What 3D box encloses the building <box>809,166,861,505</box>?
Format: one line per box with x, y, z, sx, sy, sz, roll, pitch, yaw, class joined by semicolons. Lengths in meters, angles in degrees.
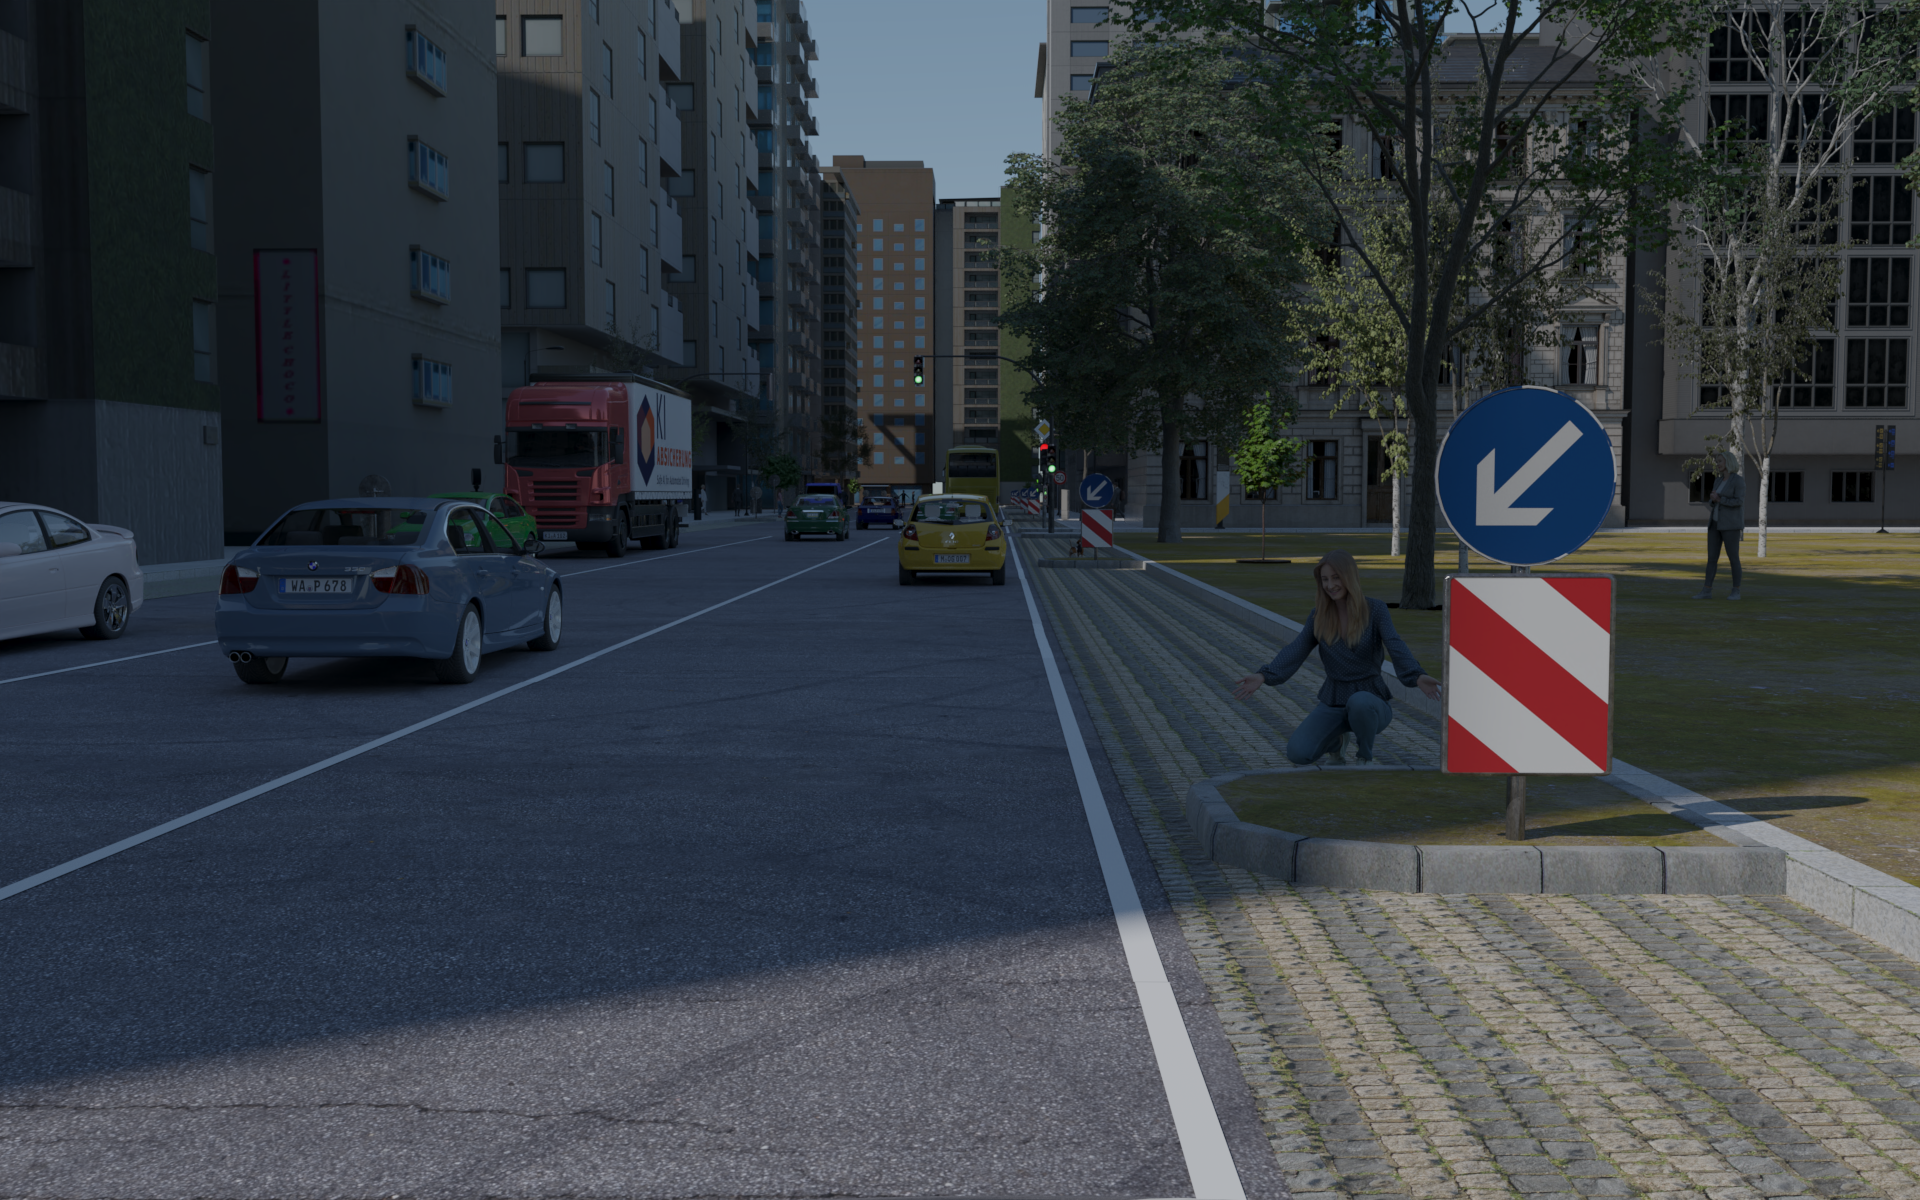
-23.838;-31.006;198.831;23.993;40.220;32.217;0;4;1;building

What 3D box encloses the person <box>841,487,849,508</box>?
-7.470;-6.292;110.731;0.648;1.900;0.474;-1;4;-22;person

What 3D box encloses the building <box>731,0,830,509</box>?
-24.471;-32.773;155.453;23.786;49.044;30.456;0;4;1;building

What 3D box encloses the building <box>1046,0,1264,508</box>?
19.015;-38.483;171.193;21.231;58.520;28.212;0;4;1;building

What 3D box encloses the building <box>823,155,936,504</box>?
-10.475;-35.571;231.690;14.200;45.320;14.600;0;4;1;building

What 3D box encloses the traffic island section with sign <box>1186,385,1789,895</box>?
1.977;0.093;7.109;1.989;1.847;2.006;0;4;1;traffic island section with sign

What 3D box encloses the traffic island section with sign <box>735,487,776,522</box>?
-10.619;-4.989;90.193;1.989;1.847;2.006;0;4;1;traffic island section with sign

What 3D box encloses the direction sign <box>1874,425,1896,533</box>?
30.382;-3.972;56.938;0.876;3.537;0.379;-1;4;-22;direction sign

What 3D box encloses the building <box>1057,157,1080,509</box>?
15.471;-23.199;150.997;14.160;30.474;14.107;0;4;1;building

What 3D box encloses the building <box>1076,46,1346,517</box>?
14.594;-18.911;102.698;14.314;27.812;24.014;0;4;1;building

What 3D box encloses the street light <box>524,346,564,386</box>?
-13.112;-5.013;54.497;1.470;5.913;1.316;0;4;1;street light

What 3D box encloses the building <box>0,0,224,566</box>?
-21.713;-15.592;26.632;14.160;30.474;14.107;0;4;1;building

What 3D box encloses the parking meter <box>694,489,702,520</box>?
-12.856;-4.674;84.837;0.372;1.533;0.369;0;3;0;parking meter

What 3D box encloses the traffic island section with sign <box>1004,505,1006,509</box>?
5.299;-9.659;166.549;1.989;1.847;2.006;0;4;1;traffic island section with sign

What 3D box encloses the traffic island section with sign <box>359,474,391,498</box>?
-11.770;-1.575;34.385;1.989;1.847;2.006;0;4;1;traffic island section with sign

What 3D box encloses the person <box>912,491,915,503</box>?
-4.661;-9.829;170.001;0.445;1.727;0.742;-2;4;-30;person

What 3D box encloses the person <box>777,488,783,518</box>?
-10.730;-5.803;103.381;0.388;1.821;0.555;-3;5;-42;person

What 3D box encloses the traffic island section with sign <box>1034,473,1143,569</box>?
2.535;-1.555;34.058;1.989;1.847;2.006;0;4;1;traffic island section with sign

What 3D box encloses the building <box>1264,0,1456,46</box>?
52.090;-56.247;232.305;31.000;86.520;22.319;0;4;1;building

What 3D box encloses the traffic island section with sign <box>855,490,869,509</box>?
-9.022;-9.678;166.856;1.989;1.847;2.006;0;4;1;traffic island section with sign

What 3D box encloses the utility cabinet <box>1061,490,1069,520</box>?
5.231;-4.712;85.717;0.318;1.500;1.173;1;4;9;utility cabinet

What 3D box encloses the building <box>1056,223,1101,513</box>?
14.080;-17.441;126.952;13.314;21.916;24.055;0;4;1;building

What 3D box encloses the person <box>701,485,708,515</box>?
-15.465;-6.001;104.034;0.818;1.842;0.514;-2;4;-29;person

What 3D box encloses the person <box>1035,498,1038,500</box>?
7.345;-9.860;168.075;0.721;1.723;1.217;-1;4;-16;person

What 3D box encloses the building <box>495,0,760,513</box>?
-29.176;-32.649;123.047;28.713;52.752;27.495;0;4;1;building

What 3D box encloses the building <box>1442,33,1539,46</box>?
63.790;-37.302;199.119;27.495;52.752;28.713;0;4;1;building

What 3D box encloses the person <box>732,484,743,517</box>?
-12.714;-5.696;98.958;0.659;1.850;0.755;0;4;-6;person

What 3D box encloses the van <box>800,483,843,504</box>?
-7.422;-5.462;93.694;2.240;2.365;5.245;0;4;-1;van

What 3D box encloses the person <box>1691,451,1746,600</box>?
9.252;-0.903;20.998;0.526;1.800;0.537;-1;4;-10;person

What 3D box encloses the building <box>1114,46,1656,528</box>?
16.111;-12.541;69.666;19.286;19.102;10.561;0;4;1;building

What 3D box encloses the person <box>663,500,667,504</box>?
-14.473;-4.525;84.707;0.352;1.250;0.332;2;4;23;person

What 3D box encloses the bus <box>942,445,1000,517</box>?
0.531;-5.831;86.887;2.896;3.916;12.252;0;4;0;bus

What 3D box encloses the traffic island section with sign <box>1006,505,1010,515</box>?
4.264;-6.628;117.002;1.989;1.847;2.006;0;4;1;traffic island section with sign

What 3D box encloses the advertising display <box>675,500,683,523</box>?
-12.678;-4.461;78.147;0.123;1.923;0.974;0;4;6;advertising display

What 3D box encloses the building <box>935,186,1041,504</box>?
3.675;-33.543;232.021;14.086;41.232;14.154;0;4;1;building

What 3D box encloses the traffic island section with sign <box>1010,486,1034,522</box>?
3.700;-4.959;89.703;1.989;1.847;2.006;0;4;1;traffic island section with sign

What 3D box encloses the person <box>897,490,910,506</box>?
-5.991;-10.740;183.722;1.348;1.869;0.705;0;4;6;person

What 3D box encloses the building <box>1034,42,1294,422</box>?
23.151;-37.312;199.297;28.713;52.752;27.495;0;4;1;building

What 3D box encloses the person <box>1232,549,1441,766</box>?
1.993;0.322;8.728;1.012;1.151;0.738;3;4;36;person

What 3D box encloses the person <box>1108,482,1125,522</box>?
7.354;-4.581;80.906;0.822;1.834;0.622;1;4;20;person

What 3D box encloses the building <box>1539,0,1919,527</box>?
37.803;-16.982;71.169;24.014;27.812;14.314;0;4;1;building

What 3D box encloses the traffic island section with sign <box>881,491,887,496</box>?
-8.454;-11.336;193.976;1.989;1.847;2.006;0;4;1;traffic island section with sign

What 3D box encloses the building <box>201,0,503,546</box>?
-25.825;-25.797;45.486;21.600;48.544;21.300;0;4;1;building
